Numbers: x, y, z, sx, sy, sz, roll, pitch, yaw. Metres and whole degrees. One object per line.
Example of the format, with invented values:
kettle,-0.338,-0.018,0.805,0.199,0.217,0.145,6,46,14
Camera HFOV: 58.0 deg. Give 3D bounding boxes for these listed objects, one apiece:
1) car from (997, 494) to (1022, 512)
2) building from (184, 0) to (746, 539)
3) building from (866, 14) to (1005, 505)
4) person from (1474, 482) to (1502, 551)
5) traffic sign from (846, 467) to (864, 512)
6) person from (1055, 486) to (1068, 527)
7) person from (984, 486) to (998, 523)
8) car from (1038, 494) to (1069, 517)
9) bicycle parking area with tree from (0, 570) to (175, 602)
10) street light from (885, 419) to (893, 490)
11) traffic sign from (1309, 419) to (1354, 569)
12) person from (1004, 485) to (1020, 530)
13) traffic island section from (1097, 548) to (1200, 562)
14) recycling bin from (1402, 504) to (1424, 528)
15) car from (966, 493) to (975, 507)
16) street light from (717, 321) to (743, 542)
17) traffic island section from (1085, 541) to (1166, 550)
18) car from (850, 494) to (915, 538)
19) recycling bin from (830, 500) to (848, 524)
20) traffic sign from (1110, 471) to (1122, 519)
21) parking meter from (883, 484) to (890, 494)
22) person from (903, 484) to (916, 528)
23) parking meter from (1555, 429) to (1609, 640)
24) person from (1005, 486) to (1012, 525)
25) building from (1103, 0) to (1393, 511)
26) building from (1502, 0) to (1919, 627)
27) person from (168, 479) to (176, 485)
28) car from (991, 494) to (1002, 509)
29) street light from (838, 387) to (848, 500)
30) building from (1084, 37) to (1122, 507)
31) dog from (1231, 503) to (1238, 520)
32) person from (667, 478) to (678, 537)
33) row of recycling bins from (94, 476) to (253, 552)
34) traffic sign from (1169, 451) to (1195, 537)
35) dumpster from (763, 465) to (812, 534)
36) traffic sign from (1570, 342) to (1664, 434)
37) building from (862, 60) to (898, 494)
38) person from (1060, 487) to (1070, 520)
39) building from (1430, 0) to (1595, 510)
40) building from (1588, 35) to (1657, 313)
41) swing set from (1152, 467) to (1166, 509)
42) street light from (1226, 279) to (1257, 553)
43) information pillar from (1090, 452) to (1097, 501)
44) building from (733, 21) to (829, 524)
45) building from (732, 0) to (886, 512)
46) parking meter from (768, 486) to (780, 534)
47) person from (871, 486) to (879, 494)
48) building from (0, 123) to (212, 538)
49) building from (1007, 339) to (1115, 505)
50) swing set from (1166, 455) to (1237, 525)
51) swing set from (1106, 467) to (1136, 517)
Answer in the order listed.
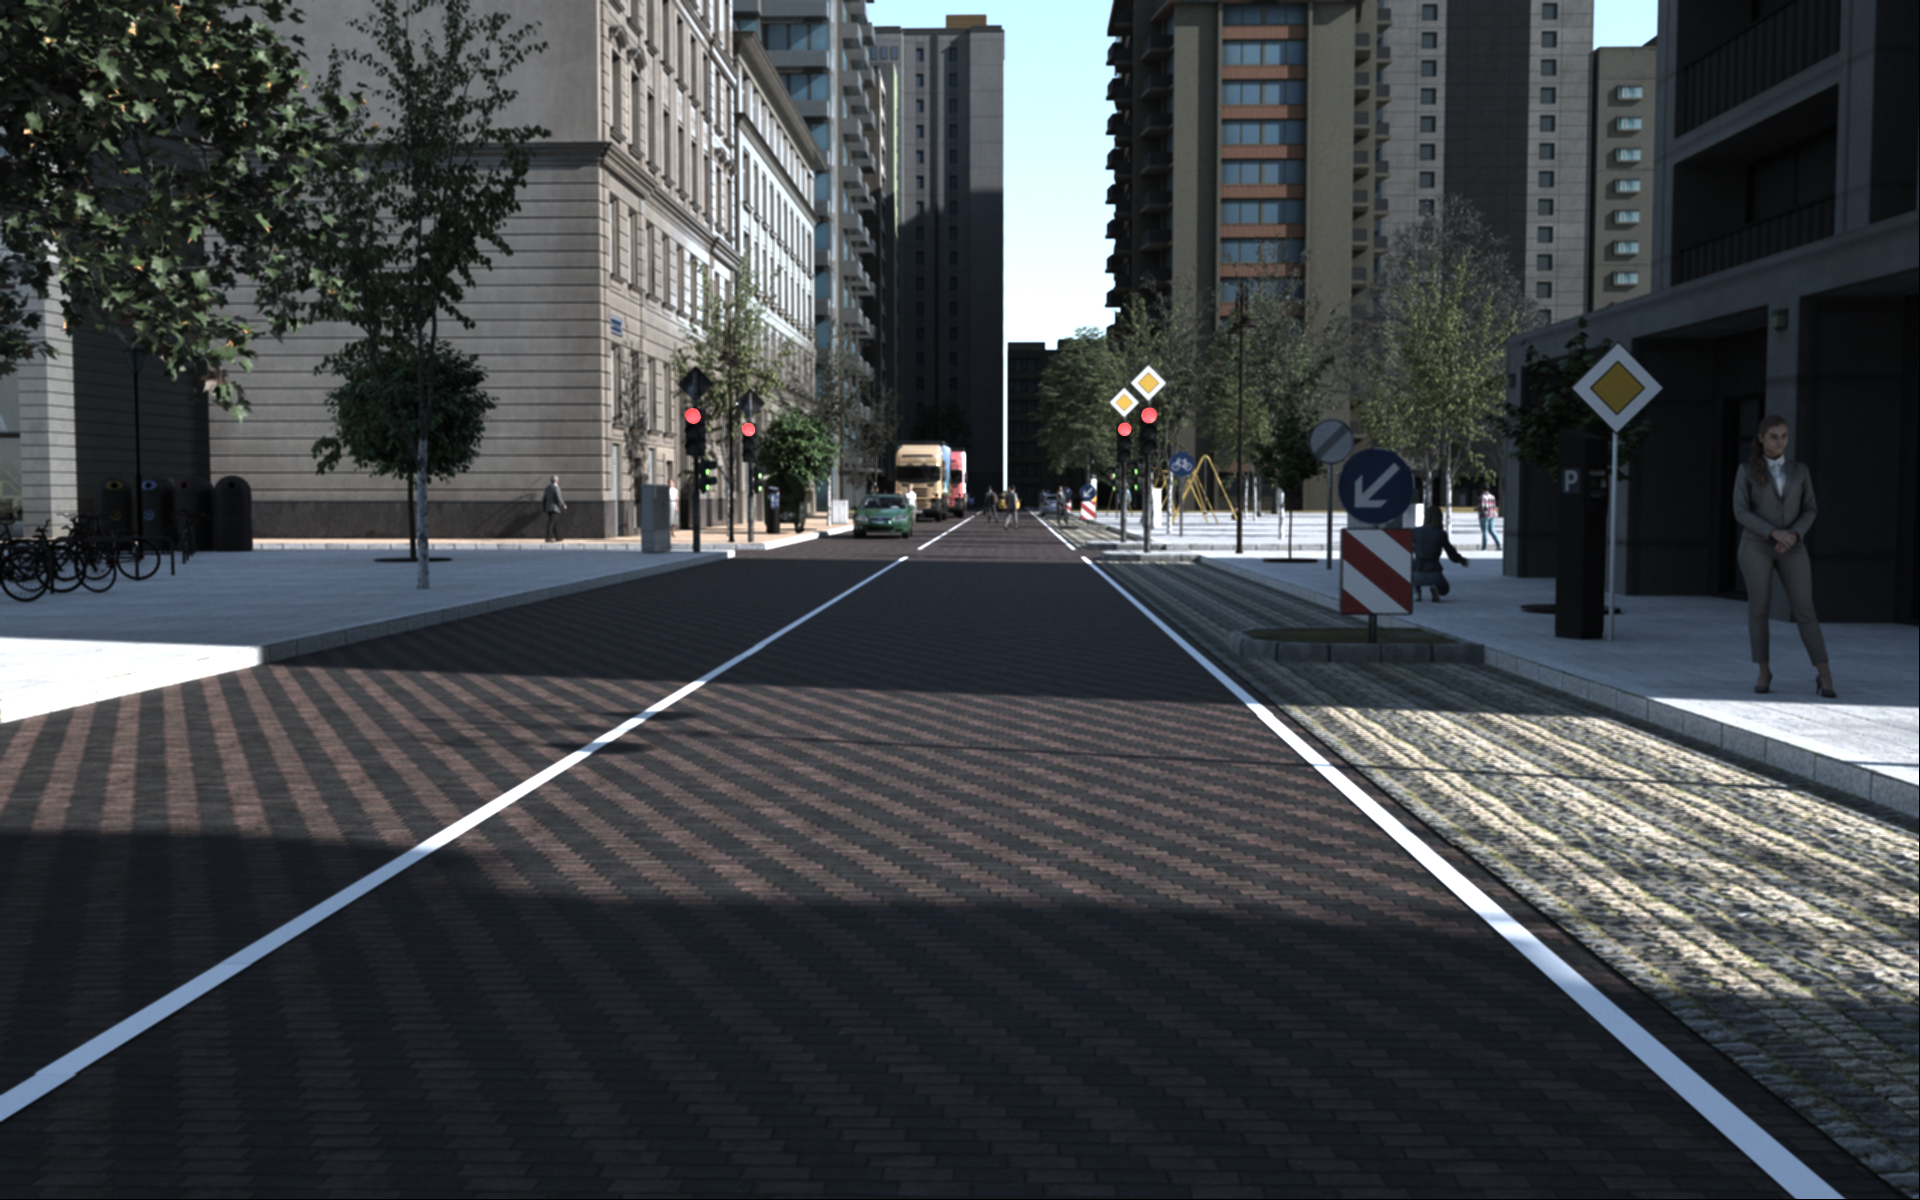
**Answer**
car,3.941,-7.858,138.696,2.015,1.641,3.980,0,4,3
building,-15.417,-16.120,60.825,12.463,27.353,25.104,0,4,2
building,-8.522,-41.304,217.313,28.212,58.520,21.231,0,4,2
person,13.030,-2.045,42.768,0.563,1.720,0.643,-2,4,-34
traffic sign,-5.043,-5.093,83.271,0.884,2.594,0.081,0,4,4
person,4.398,-3.992,74.043,0.573,1.790,0.520,2,4,26
person,1.516,-4.650,84.490,0.622,1.834,0.822,-1,4,-21
car,5.984,-6.015,110.344,2.014,1.417,4.499,0,3,0
bicycle parking area with tree,-15.097,-2.226,23.406,9.016,4.147,8.231,0,4,5
street light,-4.272,-8.047,104.358,0.468,5.910,1.993,0,4,2
traffic sign,6.306,-1.798,29.496,0.768,2.556,0.104,0,4,3
person,2.045,-3.679,68.918,0.678,1.792,0.850,3,4,36
traffic island section,4.116,-0.954,37.879,2.009,0.180,2.903,0,4,2
recycling bin,11.644,-1.995,45.176,0.722,1.027,0.722,2,4,30
car,0.749,-11.317,194.626,1.945,1.707,3.694,0,4,0
street light,-6.126,-4.495,46.277,0.468,5.910,1.993,0,4,2
traffic island section,4.347,-1.442,45.861,2.009,0.180,2.903,0,4,2
car,-2.535,-2.793,57.462,2.131,1.459,4.920,0,3,0
recycling bin,-5.154,-3.726,73.471,0.722,1.027,0.722,-1,4,-11
traffic sign,8.101,-5.461,89.389,0.768,2.556,0.104,1,4,10
parking meter,-4.203,-5.709,99.061,0.399,1.863,0.255,2,4,28
person,-1.770,-3.202,61.071,0.478,1.798,0.641,1,4,11
parking meter,5.522,-0.591,15.378,0.255,1.863,0.399,-2,4,-24
person,2.206,-4.348,79.863,0.573,1.790,0.520,-2,4,-29
building,23.666,-30.098,146.726,22.147,44.769,28.867,0,4,2
building,18.471,-35.252,14.622,20.563,71.187,20.611,0,4,2
person,-19.144,-2.045,42.109,0.661,1.801,0.590,1,4,16
car,3.641,-9.461,164.907,2.015,1.641,3.980,0,4,0
street light,-5.144,-6.271,75.316,0.468,5.910,1.993,0,4,2
building,24.574,-52.804,176.024,22.319,86.520,31.000,0,4,2
dog,13.770,-4.393,86.198,0.513,0.831,0.800,3,4,39
person,-8.612,-2.752,51.616,0.480,1.755,0.524,-2,4,-30
row of recycling bins,-17.720,-1.952,39.031,3.534,1.692,1.069,0,4,1
traffic sign,6.617,-3.160,51.765,0.768,2.556,0.104,0,4,3
dumpster,-5.737,-3.334,57.001,1.502,2.255,1.985,0,4,2
traffic sign,5.703,-0.935,15.026,0.795,2.593,0.064,0,4,3
building,-13.176,-29.111,159.554,14.154,41.232,14.086,0,4,2
person,5.778,-5.354,96.136,0.679,1.850,0.850,-2,4,-28
building,52.231,-45.417,180.815,20.611,71.187,20.563,0,4,2
building,73.355,-34.069,180.735,21.600,48.544,21.300,0,4,2
swing set,9.804,-4.826,76.520,2.862,2.851,3.119,0,4,-1
street light,6.050,-3.948,37.345,0.468,5.910,1.993,0,4,2
information pillar,7.356,-6.374,95.566,0.183,3.616,0.504,3,5,39
building,-16.236,-15.611,88.525,16.112,22.955,30.059,0,4,2
building,-18.373,-31.621,136.609,23.786,49.044,30.456,0,4,2
parking meter,-5.976,-2.887,55.621,0.372,1.533,0.369,0,3,0
person,-3.647,-3.946,73.372,0.721,1.781,0.623,-2,4,-34
building,-40.790,-16.968,54.925,29.804,29.767,11.434,0,4,2
building,20.477,-22.973,220.645,28.899,21.520,27.650,0,4,2
swing set,10.050,-4.483,70.915,2.862,2.851,3.119,1,4,9
swing set,10.359,-6.308,100.758,3.119,2.851,2.862,-2,4,-27
